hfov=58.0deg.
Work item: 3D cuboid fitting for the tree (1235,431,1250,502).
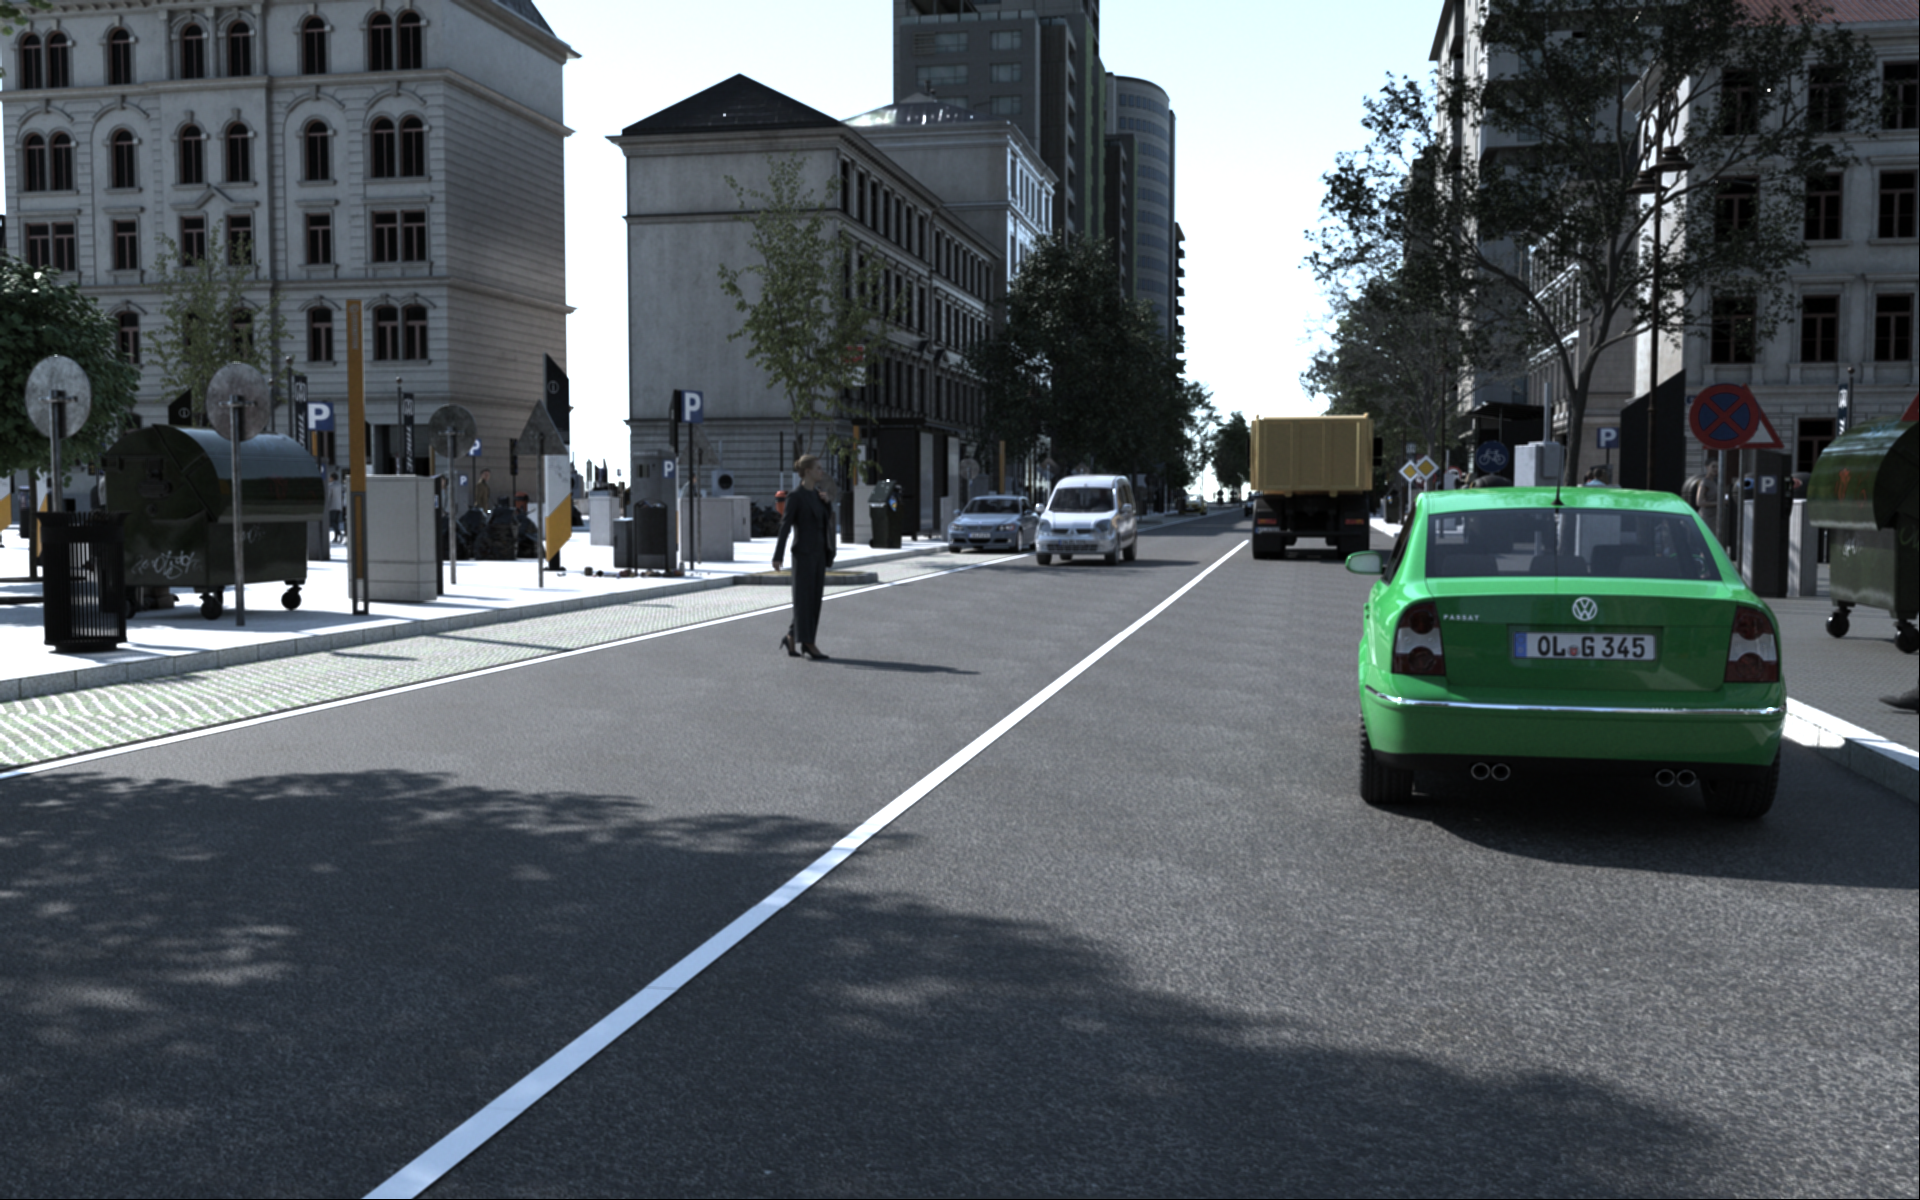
[{"bbox_3d":[46.472,-22.596,286.446,9.611,12.733,9.660,0,3,0],"label":"tree"}]

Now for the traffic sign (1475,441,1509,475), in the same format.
[{"bbox_3d":[12.708,-2.527,41.417,0.768,2.556,0.104,1,4,18],"label":"traffic sign"}]

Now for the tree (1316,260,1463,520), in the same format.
[{"bbox_3d":[21.000,-10.157,84.186,7.486,12.596,7.792,0,3,0],"label":"tree"}]

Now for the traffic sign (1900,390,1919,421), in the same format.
[{"bbox_3d":[7.282,-0.767,12.540,0.884,2.594,0.081,1,4,18],"label":"traffic sign"}]

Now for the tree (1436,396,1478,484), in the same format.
[{"bbox_3d":[36.504,-10.810,127.107,4.360,8.622,3.978,0,3,0],"label":"tree"}]

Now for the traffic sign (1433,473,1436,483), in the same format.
[{"bbox_3d":[24.778,-5.593,91.551,0.768,2.556,0.104,1,4,18],"label":"traffic sign"}]

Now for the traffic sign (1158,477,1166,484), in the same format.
[{"bbox_3d":[14.697,-7.758,126.941,0.768,2.556,0.104,1,4,14],"label":"traffic sign"}]

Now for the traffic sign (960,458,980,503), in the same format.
[{"bbox_3d":[0.315,-3.746,61.354,0.768,2.556,0.104,1,4,16],"label":"traffic sign"}]

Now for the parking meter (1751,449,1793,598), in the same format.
[{"bbox_3d":[10.053,-0.962,21.433,0.255,1.863,0.399,-3,5,-40],"label":"parking meter"}]

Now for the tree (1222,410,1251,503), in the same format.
[{"bbox_3d":[36.865,-19.229,232.525,7.486,12.596,7.792,0,3,0],"label":"tree"}]

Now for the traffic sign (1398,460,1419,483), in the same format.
[{"bbox_3d":[15.232,-3.448,58.561,0.795,2.593,0.064,1,4,11],"label":"traffic sign"}]

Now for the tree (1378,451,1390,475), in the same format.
[{"bbox_3d":[33.278,-11.579,139.674,4.737,8.622,4.395,0,3,0],"label":"tree"}]

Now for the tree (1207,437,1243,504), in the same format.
[{"bbox_3d":[31.793,-15.922,210.683,4.360,8.622,3.978,0,3,0],"label":"tree"}]

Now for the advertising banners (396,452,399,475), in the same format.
[{"bbox_3d":[-22.798,-4.577,71.020,0.090,3.025,2.074,-2,4,-34],"label":"advertising banners"}]

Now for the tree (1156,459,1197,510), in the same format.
[{"bbox_3d":[17.935,-9.800,143.938,4.285,4.588,4.351,0,3,0],"label":"tree"}]

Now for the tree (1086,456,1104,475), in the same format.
[{"bbox_3d":[6.419,-5.673,87.353,1.663,3.219,1.824,0,3,0],"label":"tree"}]

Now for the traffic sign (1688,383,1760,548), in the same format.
[{"bbox_3d":[8.790,-1.216,19.993,0.768,2.556,0.104,1,4,15],"label":"traffic sign"}]

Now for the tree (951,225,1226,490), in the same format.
[{"bbox_3d":[4.439,-9.599,73.950,9.611,12.733,9.660,0,3,0],"label":"tree"}]

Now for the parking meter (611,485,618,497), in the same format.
[{"bbox_3d":[-21.477,-6.247,107.852,0.399,1.863,0.255,-2,4,-29],"label":"parking meter"}]

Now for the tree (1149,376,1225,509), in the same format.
[{"bbox_3d":[19.674,-13.895,152.944,9.928,11.665,9.643,0,3,0],"label":"tree"}]

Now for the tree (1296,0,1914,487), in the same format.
[{"bbox_3d":[9.257,-5.614,26.198,8.767,10.594,7.601,1,4,16],"label":"tree"}]

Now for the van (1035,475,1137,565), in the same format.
[{"bbox_3d":[2.682,-1.790,36.274,2.013,2.044,4.112,1,4,13],"label":"van"}]

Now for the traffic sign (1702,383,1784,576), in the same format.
[{"bbox_3d":[9.228,-1.251,20.456,0.884,2.594,0.081,1,4,17],"label":"traffic sign"}]

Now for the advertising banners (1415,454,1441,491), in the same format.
[{"bbox_3d":[20.615,-4.820,74.997,2.074,3.025,0.090,0,4,-2],"label":"advertising banners"}]

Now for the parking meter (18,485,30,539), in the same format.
[{"bbox_3d":[-27.001,-2.550,50.097,0.372,1.533,0.369,0,3,0],"label":"parking meter"}]

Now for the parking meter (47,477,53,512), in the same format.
[{"bbox_3d":[-30.254,-3.177,57.660,0.399,1.863,0.255,0,4,5],"label":"parking meter"}]

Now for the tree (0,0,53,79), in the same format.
[{"bbox_3d":[-8.476,-5.599,9.668,7.486,12.596,7.792,0,3,0],"label":"tree"}]

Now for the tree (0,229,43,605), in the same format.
[{"bbox_3d":[-11.440,-2.244,20.405,4.285,4.588,4.351,0,3,0],"label":"tree"}]

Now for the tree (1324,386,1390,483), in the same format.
[{"bbox_3d":[37.149,-14.892,160.497,9.611,12.733,9.660,0,3,0],"label":"tree"}]

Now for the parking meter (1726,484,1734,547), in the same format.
[{"bbox_3d":[18.916,-2.076,42.360,0.372,1.533,0.369,0,3,0],"label":"parking meter"}]

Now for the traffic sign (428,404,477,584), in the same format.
[{"bbox_3d":[-7.223,-1.499,24.613,0.768,2.556,0.104,1,4,13],"label":"traffic sign"}]

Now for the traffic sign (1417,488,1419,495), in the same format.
[{"bbox_3d":[20.588,-4.755,77.848,0.768,2.556,0.104,1,4,12],"label":"traffic sign"}]

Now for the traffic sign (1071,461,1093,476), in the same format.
[{"bbox_3d":[4.260,-3.584,60.780,0.795,2.593,0.064,1,4,11],"label":"traffic sign"}]

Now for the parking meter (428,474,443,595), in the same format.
[{"bbox_3d":[-6.793,-0.836,22.085,0.372,1.533,0.369,0,3,0],"label":"parking meter"}]

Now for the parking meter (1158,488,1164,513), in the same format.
[{"bbox_3d":[13.615,-6.828,117.341,0.399,1.863,0.255,3,5,42],"label":"parking meter"}]

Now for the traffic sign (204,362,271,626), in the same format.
[{"bbox_3d":[-7.003,-1.020,16.776,0.768,2.556,0.104,1,4,17],"label":"traffic sign"}]

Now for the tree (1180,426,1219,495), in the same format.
[{"bbox_3d":[24.401,-13.840,176.639,4.737,8.622,4.395,0,3,0],"label":"tree"}]

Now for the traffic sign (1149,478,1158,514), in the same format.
[{"bbox_3d":[12.358,-6.631,110.547,0.606,2.300,0.079,1,4,19],"label":"traffic sign"}]

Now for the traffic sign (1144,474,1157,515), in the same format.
[{"bbox_3d":[11.874,-6.605,108.093,0.768,2.556,0.104,1,4,18],"label":"traffic sign"}]

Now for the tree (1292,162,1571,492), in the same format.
[{"bbox_3d":[17.454,-9.403,64.102,12.009,13.543,11.850,0,3,0],"label":"tree"}]

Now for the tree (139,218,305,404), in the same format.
[{"bbox_3d":[-20.330,-5.924,47.223,4.737,8.622,4.395,0,3,0],"label":"tree"}]

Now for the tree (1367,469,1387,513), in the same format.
[{"bbox_3d":[27.817,-7.445,116.326,1.663,3.219,1.824,0,3,0],"label":"tree"}]

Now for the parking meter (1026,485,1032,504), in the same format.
[{"bbox_3d":[4.326,-6.338,109.345,0.399,1.863,0.255,-1,4,-15],"label":"parking meter"}]

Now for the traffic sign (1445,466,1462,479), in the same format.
[{"bbox_3d":[22.295,-4.785,78.340,0.768,2.556,0.104,1,4,18],"label":"traffic sign"}]

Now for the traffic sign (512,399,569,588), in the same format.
[{"bbox_3d":[-5.744,-1.448,23.674,0.884,2.594,0.081,1,4,19],"label":"traffic sign"}]

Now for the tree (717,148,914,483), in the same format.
[{"bbox_3d":[-3.256,-5.305,37.096,4.737,8.622,4.395,0,3,0],"label":"tree"}]

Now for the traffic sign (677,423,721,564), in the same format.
[{"bbox_3d":[-4.779,-1.937,31.681,0.884,2.594,0.081,1,4,18],"label":"traffic sign"}]

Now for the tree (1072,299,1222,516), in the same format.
[{"bbox_3d":[10.115,-11.157,100.542,7.486,12.596,7.792,0,3,0],"label":"tree"}]

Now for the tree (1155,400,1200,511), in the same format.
[{"bbox_3d":[15.953,-11.103,131.895,4.360,8.622,3.978,0,3,0],"label":"tree"}]

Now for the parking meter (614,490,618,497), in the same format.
[{"bbox_3d":[-19.881,-5.638,100.585,0.372,1.533,0.369,0,3,0],"label":"parking meter"}]

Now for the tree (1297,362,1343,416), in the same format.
[{"bbox_3d":[48.503,-21.946,214.713,12.611,20.169,13.585,0,3,0],"label":"tree"}]

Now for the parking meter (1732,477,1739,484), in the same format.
[{"bbox_3d":[27.278,-3.370,60.808,0.255,1.863,0.399,0,4,2],"label":"parking meter"}]

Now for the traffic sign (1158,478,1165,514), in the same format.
[{"bbox_3d":[13.031,-6.761,112.673,0.606,2.300,0.079,1,4,17],"label":"traffic sign"}]

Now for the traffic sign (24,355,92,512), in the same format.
[{"bbox_3d":[-8.318,-0.969,15.956,0.768,2.556,0.104,1,4,17],"label":"traffic sign"}]
